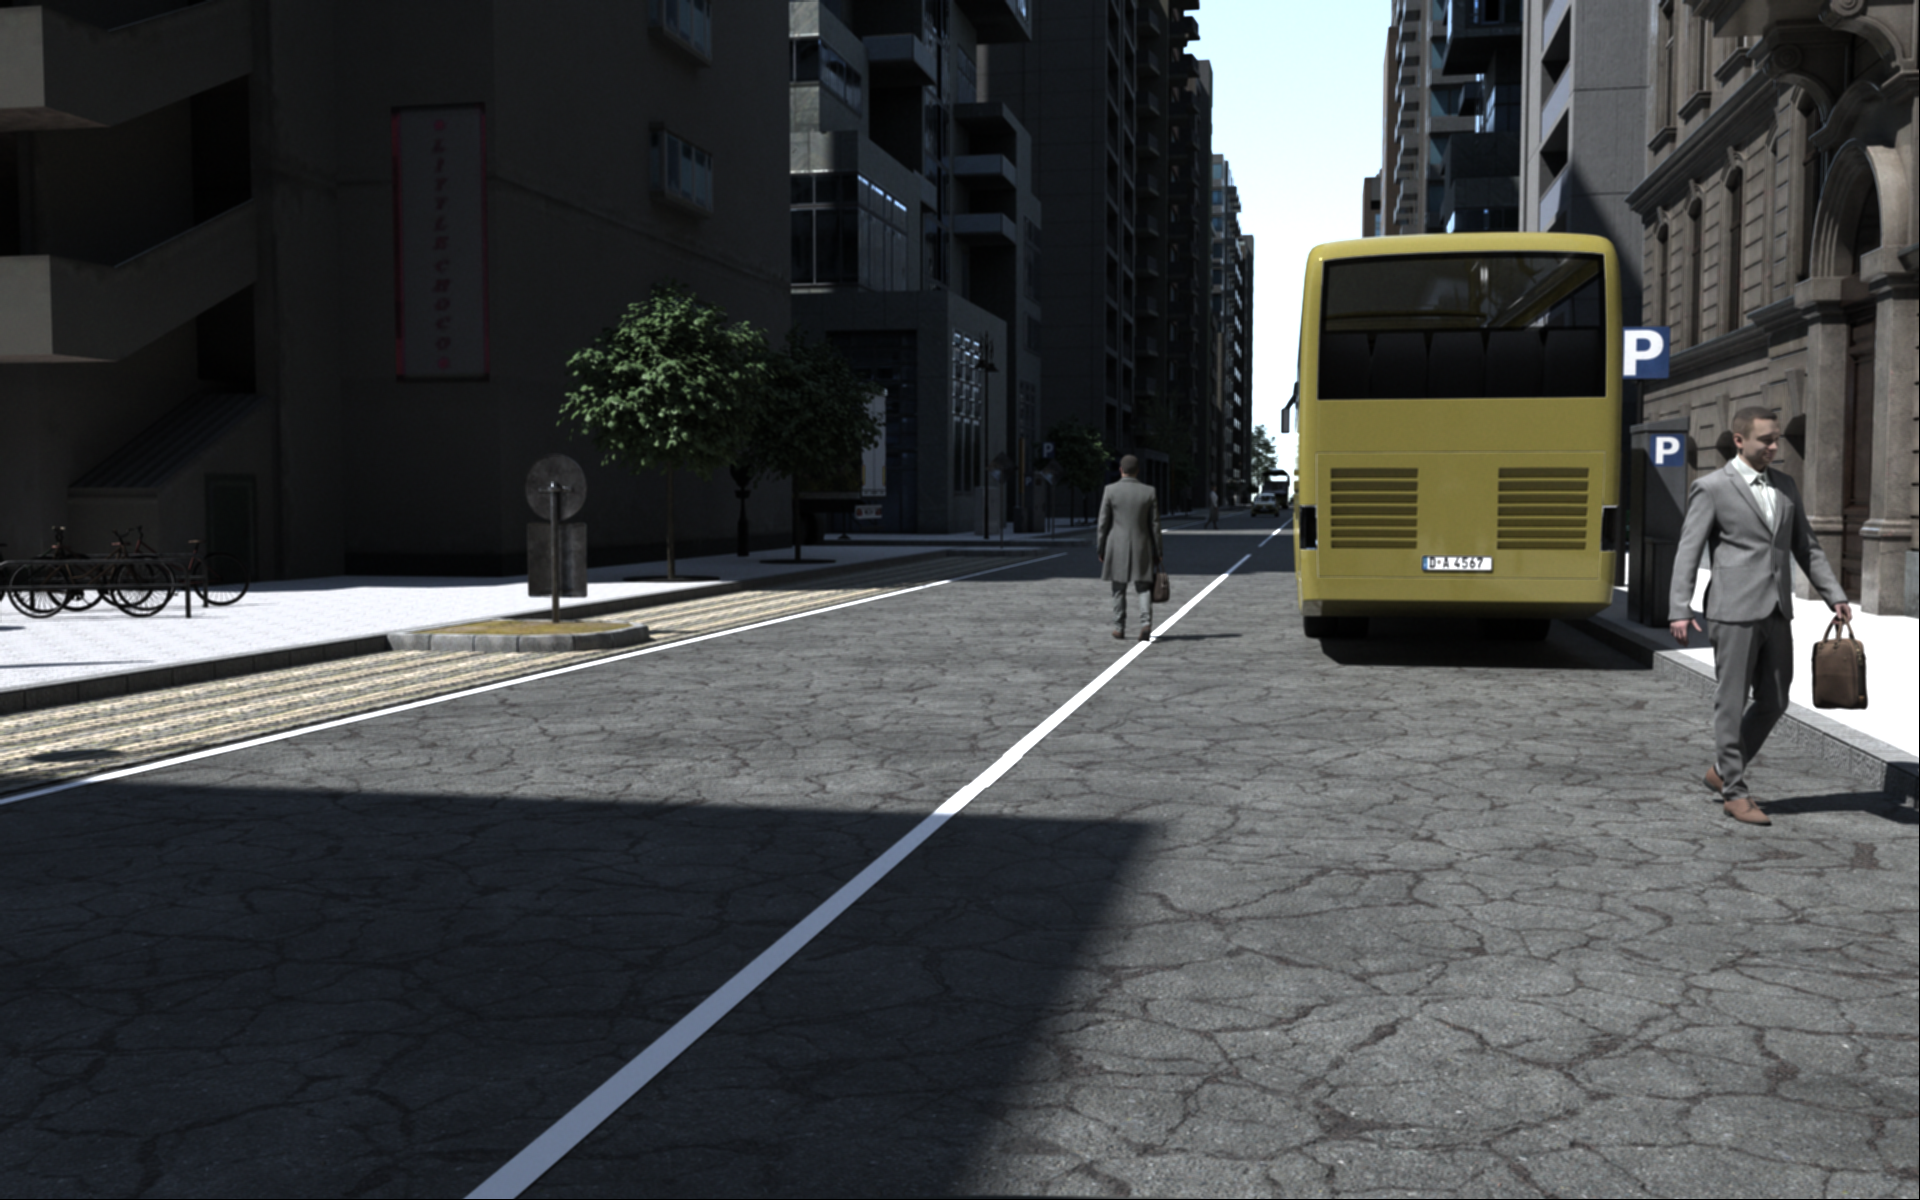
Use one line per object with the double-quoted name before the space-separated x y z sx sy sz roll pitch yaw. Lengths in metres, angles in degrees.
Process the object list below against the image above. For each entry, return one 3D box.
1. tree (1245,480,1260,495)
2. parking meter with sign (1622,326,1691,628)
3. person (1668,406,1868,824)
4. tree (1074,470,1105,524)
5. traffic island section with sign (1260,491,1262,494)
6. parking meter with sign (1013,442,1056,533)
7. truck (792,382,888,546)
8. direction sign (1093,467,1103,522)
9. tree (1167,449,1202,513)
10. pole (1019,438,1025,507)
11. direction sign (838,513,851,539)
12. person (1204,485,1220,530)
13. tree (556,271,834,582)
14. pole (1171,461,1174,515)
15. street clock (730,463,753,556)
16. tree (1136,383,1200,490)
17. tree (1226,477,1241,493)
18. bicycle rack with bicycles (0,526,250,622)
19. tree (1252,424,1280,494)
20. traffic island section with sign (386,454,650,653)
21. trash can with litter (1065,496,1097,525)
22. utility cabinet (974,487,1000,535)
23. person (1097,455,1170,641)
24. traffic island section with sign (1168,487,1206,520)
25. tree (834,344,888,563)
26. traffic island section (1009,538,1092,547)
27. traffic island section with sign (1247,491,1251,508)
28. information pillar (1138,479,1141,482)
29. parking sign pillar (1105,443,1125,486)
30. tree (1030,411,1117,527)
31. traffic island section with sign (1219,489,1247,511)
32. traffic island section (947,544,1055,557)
"tree" 39.790 -14.853 237.450 1.663 3.219 1.824 0 3 0
"parking meter with sign" 6.959 -1.287 17.307 0.543 3.016 1.738 1 4 10
"person" 3.489 0.063 7.592 0.709 1.813 0.853 -1 4 -16
"tree" 5.524 -4.863 74.103 1.663 3.219 1.824 0 3 0
"traffic island section with sign" 45.277 -14.964 253.294 1.989 1.847 2.006 1 4 12
"parking meter with sign" 2.444 -3.732 57.277 0.543 3.016 1.738 3 5 40
"truck" -7.658 -3.483 45.860 11.283 4.237 2.839 1 4 13
"direction sign" 6.205 -5.276 78.257 0.379 3.537 0.876 2 4 35
"tree" 15.023 -8.308 119.543 4.285 4.588 4.351 0 3 0
"pole" 2.252 -4.242 63.207 0.158 3.312 0.155 0 3 0
"direction sign" -3.287 -3.490 49.053 0.876 3.537 0.379 -1 4 -20
"person" 10.112 -3.717 69.505 0.641 1.798 0.478 2 4 26
"tree" -4.222 -2.570 25.733 4.285 4.588 4.351 0 3 0
"pole" 12.929 -6.816 105.287 0.158 3.312 0.155 0 3 0
"street clock" -4.473 -1.903 35.678 0.471 2.002 0.358 1 4 12
"tree" 13.699 -10.090 115.328 4.737 8.622 4.395 0 3 0
"tree" 31.192 -12.490 198.809 1.663 3.219 1.824 0 3 0
"bicycle rack with bicycles" -9.276 -0.314 18.516 2.925 0.926 2.852 -1 4 -17
"tree" 47.867 -22.056 278.744 7.486 12.596 7.792 0 3 0
"traffic island section with sign" -4.076 -0.482 16.512 1.989 1.847 2.006 1 4 12
"trash can with litter" 5.081 -3.704 71.610 1.678 1.210 2.233 1 4 9
"utility cabinet" 0.858 -2.767 53.915 0.318 1.500 1.173 2 4 28
"person" 1.688 -0.512 16.968 0.694 1.812 0.767 0 4 -1
"traffic island section with sign" 12.778 -5.425 97.325 1.989 1.847 2.006 1 4 12
"tree" -3.099 -2.984 32.503 4.285 4.588 4.351 0 3 0
"traffic island section" 2.587 -1.604 48.512 2.009 0.180 2.903 1 4 12
"traffic island section with sign" 28.445 -10.023 172.506 1.989 1.847 2.006 1 4 12
"information pillar" 8.857 -5.017 86.515 0.304 2.012 0.304 0 4 1
"parking sign pillar" 8.227 -6.240 90.497 1.447 3.967 1.447 2 4 29
"tree" 4.437 -5.142 67.792 4.285 4.588 4.351 0 3 0
"traffic island section with sign" 22.938 -8.409 146.117 1.989 1.847 2.006 1 4 12
"traffic island section" 0.958 -1.126 40.695 2.009 0.180 2.903 1 4 12
